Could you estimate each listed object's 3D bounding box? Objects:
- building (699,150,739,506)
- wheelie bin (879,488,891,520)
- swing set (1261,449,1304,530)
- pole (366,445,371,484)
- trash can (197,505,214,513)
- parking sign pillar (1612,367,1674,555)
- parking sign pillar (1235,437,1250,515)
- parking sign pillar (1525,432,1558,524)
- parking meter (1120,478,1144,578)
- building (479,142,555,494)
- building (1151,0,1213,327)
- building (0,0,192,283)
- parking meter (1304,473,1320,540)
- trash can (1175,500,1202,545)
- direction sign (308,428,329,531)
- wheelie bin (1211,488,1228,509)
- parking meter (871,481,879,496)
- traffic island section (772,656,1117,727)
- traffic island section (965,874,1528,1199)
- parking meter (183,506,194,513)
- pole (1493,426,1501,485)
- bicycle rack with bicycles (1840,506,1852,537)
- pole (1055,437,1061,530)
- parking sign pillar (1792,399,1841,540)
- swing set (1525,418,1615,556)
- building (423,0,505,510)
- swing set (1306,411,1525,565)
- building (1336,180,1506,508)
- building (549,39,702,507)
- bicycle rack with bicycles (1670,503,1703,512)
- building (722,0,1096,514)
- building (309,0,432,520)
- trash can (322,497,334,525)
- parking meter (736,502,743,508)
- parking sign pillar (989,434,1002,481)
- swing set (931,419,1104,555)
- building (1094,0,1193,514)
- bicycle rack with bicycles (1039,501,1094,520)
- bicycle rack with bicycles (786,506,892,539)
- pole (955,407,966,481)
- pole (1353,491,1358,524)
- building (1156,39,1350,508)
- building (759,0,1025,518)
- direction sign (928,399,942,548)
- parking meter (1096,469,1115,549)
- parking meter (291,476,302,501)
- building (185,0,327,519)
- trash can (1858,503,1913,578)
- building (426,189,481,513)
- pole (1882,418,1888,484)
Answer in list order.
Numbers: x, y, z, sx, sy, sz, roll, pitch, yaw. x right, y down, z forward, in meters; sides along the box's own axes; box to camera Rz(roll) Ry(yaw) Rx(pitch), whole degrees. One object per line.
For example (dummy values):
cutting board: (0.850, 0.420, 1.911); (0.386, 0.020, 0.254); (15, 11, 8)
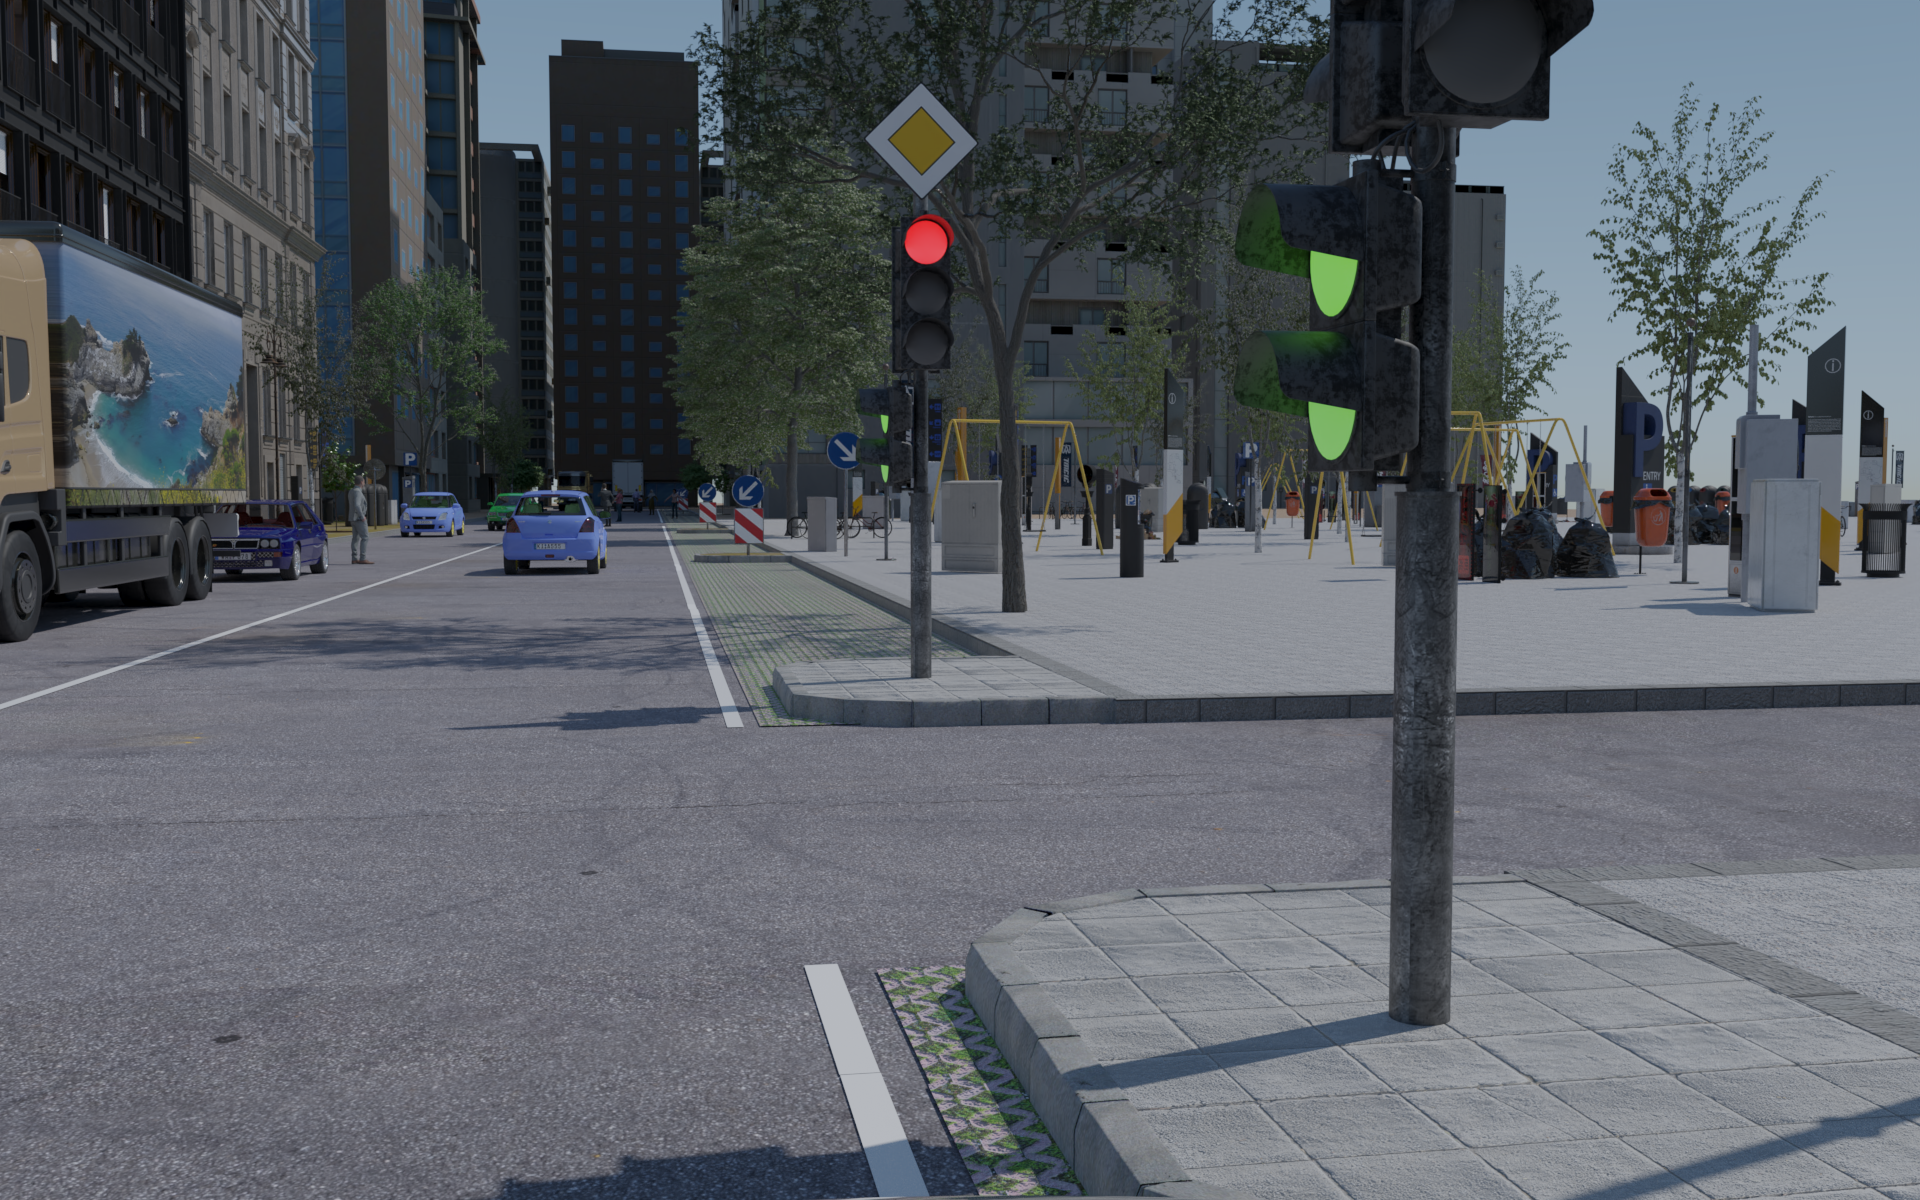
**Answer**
building: (-16.517, -30.353, 188.151); (23.993, 40.220, 32.217); (-1, 4, -10)
wheelie bin: (-3.674, -4.624, 83.518); (0.693, 1.594, 0.980); (0, 4, 4)
swing set: (12.580, -3.869, 60.878); (3.119, 2.851, 2.862); (-1, 4, -23)
pole: (-24.624, -4.789, 72.151); (0.158, 3.312, 0.155); (0, 3, 0)
trash can: (-16.904, -1.642, 38.498); (0.748, 1.137, 0.748); (0, 3, 0)
parking sign pillar: (14.540, -2.972, 37.067); (1.447, 3.967, 1.447); (-3, 4, -38)
parking sign pillar: (13.256, -5.677, 81.294); (1.447, 3.967, 1.447); (0, 4, -2)
parking sign pillar: (25.252, -5.303, 75.170); (1.447, 3.967, 1.447); (-3, 5, -40)
parking meter: (2.650, -1.117, 26.674); (0.372, 1.533, 0.369); (0, 3, 0)
building: (-54.990, -29.933, 181.291); (23.993, 40.220, 32.217); (-1, 4, -10)
building: (10.285, -39.425, 186.604); (28.212, 58.520, 21.231); (-1, 4, -10)
building: (-25.173, -12.688, 37.124); (12.332, 23.373, 15.834); (-1, 4, -10)
parking meter: (9.948, -2.644, 48.933); (0.399, 1.863, 0.255); (-1, 4, -17)
trash can: (5.713, -1.954, 43.607); (0.748, 1.137, 0.748); (0, 3, 0)
direction sign: (-22.012, -4.132, 59.559); (0.379, 3.537, 0.876); (2, 4, 28)
wheelie bin: (13.136, -4.896, 87.964); (0.693, 1.594, 0.980); (3, 4, 37)
parking meter: (-3.928, -4.539, 79.925); (0.255, 1.863, 0.399); (2, 4, 29)
traffic island section: (-0.250, 0.622, 12.114); (2.009, 0.180, 2.903); (-1, 4, -10)
traffic island section: (1.149, 1.103, 4.252); (2.009, 0.180, 2.903); (-1, 4, -10)
parking meter: (-16.200, -1.698, 36.168); (0.372, 1.533, 0.369); (0, 3, 0)
pole: (16.034, -3.541, 51.742); (0.158, 3.312, 0.155); (0, 3, 0)
bicycle rack with bicycles: (27.177, -2.411, 52.809); (2.852, 0.926, 2.925); (2, 4, 31)
pole: (3.531, -4.199, 62.499); (0.158, 3.312, 0.155); (0, 3, 0)
parking sign pillar: (23.979, -3.680, 48.634); (1.447, 3.967, 1.447); (3, 5, 42)
swing set: (11.794, -2.405, 36.940); (2.862, 2.851, 3.119); (-1, 4, -18)
building: (-52.798, -29.876, 143.091); (28.867, 44.769, 22.147); (-1, 4, -10)
swing set: (8.531, -2.152, 32.799); (3.119, 2.851, 2.862); (0, 4, -5)
building: (41.593, -23.957, 163.390); (14.107, 30.474, 14.160); (-1, 4, -10)
building: (-33.658, -32.123, 175.327); (14.200, 45.320, 14.600); (-1, 4, -10)
bicycle rack with bicycles: (28.725, -3.269, 66.836); (2.925, 0.926, 2.852); (0, 4, 7)
building: (-6.096, -34.151, 147.601); (28.713, 52.752, 27.495); (-1, 4, -10)
building: (-35.530, -26.835, 88.856); (14.600, 45.320, 14.200); (-1, 4, -10)
trash can: (-26.439, -3.701, 72.159); (0.748, 1.137, 0.748); (0, 3, 0)
parking meter: (-9.913, -4.441, 78.326); (0.399, 1.863, 0.255); (-3, 5, -41)
parking sign pillar: (1.594, -5.381, 76.454); (1.447, 3.967, 1.447); (0, 4, -7)
swing set: (0.992, -2.396, 36.798); (3.119, 2.851, 2.862); (-2, 4, -27)
building: (-1.191, -32.499, 120.598); (28.713, 52.752, 27.495); (-1, 4, -10)
bicycle rack with bicycles: (5.260, -4.576, 88.206); (2.852, 0.926, 2.925); (-1, 4, -18)
bicycle rack with bicycles: (-3.738, -2.232, 49.876); (2.925, 0.926, 2.852); (1, 4, 23)
pole: (0.046, -2.874, 40.836); (0.158, 3.312, 0.155); (0, 3, 0)
pole: (17.067, -4.939, 74.596); (0.158, 3.312, 0.155); (0, 3, 0)
building: (26.848, -29.186, 160.791); (14.086, 41.232, 14.154); (-1, 4, -10)
building: (-4.443, -25.384, 98.621); (14.154, 41.232, 14.086); (-1, 4, -10)
direction sign: (-0.864, -3.009, 41.197); (0.876, 3.537, 0.379); (0, 4, 1)
parking meter: (3.371, -2.111, 40.225); (0.399, 1.863, 0.255); (-3, 5, -40)
parking meter: (-21.332, -3.059, 55.721); (0.255, 1.863, 0.399); (0, 4, -2)
building: (-29.468, -15.886, 56.992); (12.463, 27.353, 25.104); (-1, 4, -10)
trash can: (14.270, -0.923, 26.743); (0.748, 1.137, 0.748); (0, 3, 0)
building: (-46.231, -16.186, 109.677); (27.650, 21.520, 28.899); (-1, 4, -10)
pole: (24.622, -3.205, 46.250); (0.158, 3.312, 0.155); (0, 3, 0)
